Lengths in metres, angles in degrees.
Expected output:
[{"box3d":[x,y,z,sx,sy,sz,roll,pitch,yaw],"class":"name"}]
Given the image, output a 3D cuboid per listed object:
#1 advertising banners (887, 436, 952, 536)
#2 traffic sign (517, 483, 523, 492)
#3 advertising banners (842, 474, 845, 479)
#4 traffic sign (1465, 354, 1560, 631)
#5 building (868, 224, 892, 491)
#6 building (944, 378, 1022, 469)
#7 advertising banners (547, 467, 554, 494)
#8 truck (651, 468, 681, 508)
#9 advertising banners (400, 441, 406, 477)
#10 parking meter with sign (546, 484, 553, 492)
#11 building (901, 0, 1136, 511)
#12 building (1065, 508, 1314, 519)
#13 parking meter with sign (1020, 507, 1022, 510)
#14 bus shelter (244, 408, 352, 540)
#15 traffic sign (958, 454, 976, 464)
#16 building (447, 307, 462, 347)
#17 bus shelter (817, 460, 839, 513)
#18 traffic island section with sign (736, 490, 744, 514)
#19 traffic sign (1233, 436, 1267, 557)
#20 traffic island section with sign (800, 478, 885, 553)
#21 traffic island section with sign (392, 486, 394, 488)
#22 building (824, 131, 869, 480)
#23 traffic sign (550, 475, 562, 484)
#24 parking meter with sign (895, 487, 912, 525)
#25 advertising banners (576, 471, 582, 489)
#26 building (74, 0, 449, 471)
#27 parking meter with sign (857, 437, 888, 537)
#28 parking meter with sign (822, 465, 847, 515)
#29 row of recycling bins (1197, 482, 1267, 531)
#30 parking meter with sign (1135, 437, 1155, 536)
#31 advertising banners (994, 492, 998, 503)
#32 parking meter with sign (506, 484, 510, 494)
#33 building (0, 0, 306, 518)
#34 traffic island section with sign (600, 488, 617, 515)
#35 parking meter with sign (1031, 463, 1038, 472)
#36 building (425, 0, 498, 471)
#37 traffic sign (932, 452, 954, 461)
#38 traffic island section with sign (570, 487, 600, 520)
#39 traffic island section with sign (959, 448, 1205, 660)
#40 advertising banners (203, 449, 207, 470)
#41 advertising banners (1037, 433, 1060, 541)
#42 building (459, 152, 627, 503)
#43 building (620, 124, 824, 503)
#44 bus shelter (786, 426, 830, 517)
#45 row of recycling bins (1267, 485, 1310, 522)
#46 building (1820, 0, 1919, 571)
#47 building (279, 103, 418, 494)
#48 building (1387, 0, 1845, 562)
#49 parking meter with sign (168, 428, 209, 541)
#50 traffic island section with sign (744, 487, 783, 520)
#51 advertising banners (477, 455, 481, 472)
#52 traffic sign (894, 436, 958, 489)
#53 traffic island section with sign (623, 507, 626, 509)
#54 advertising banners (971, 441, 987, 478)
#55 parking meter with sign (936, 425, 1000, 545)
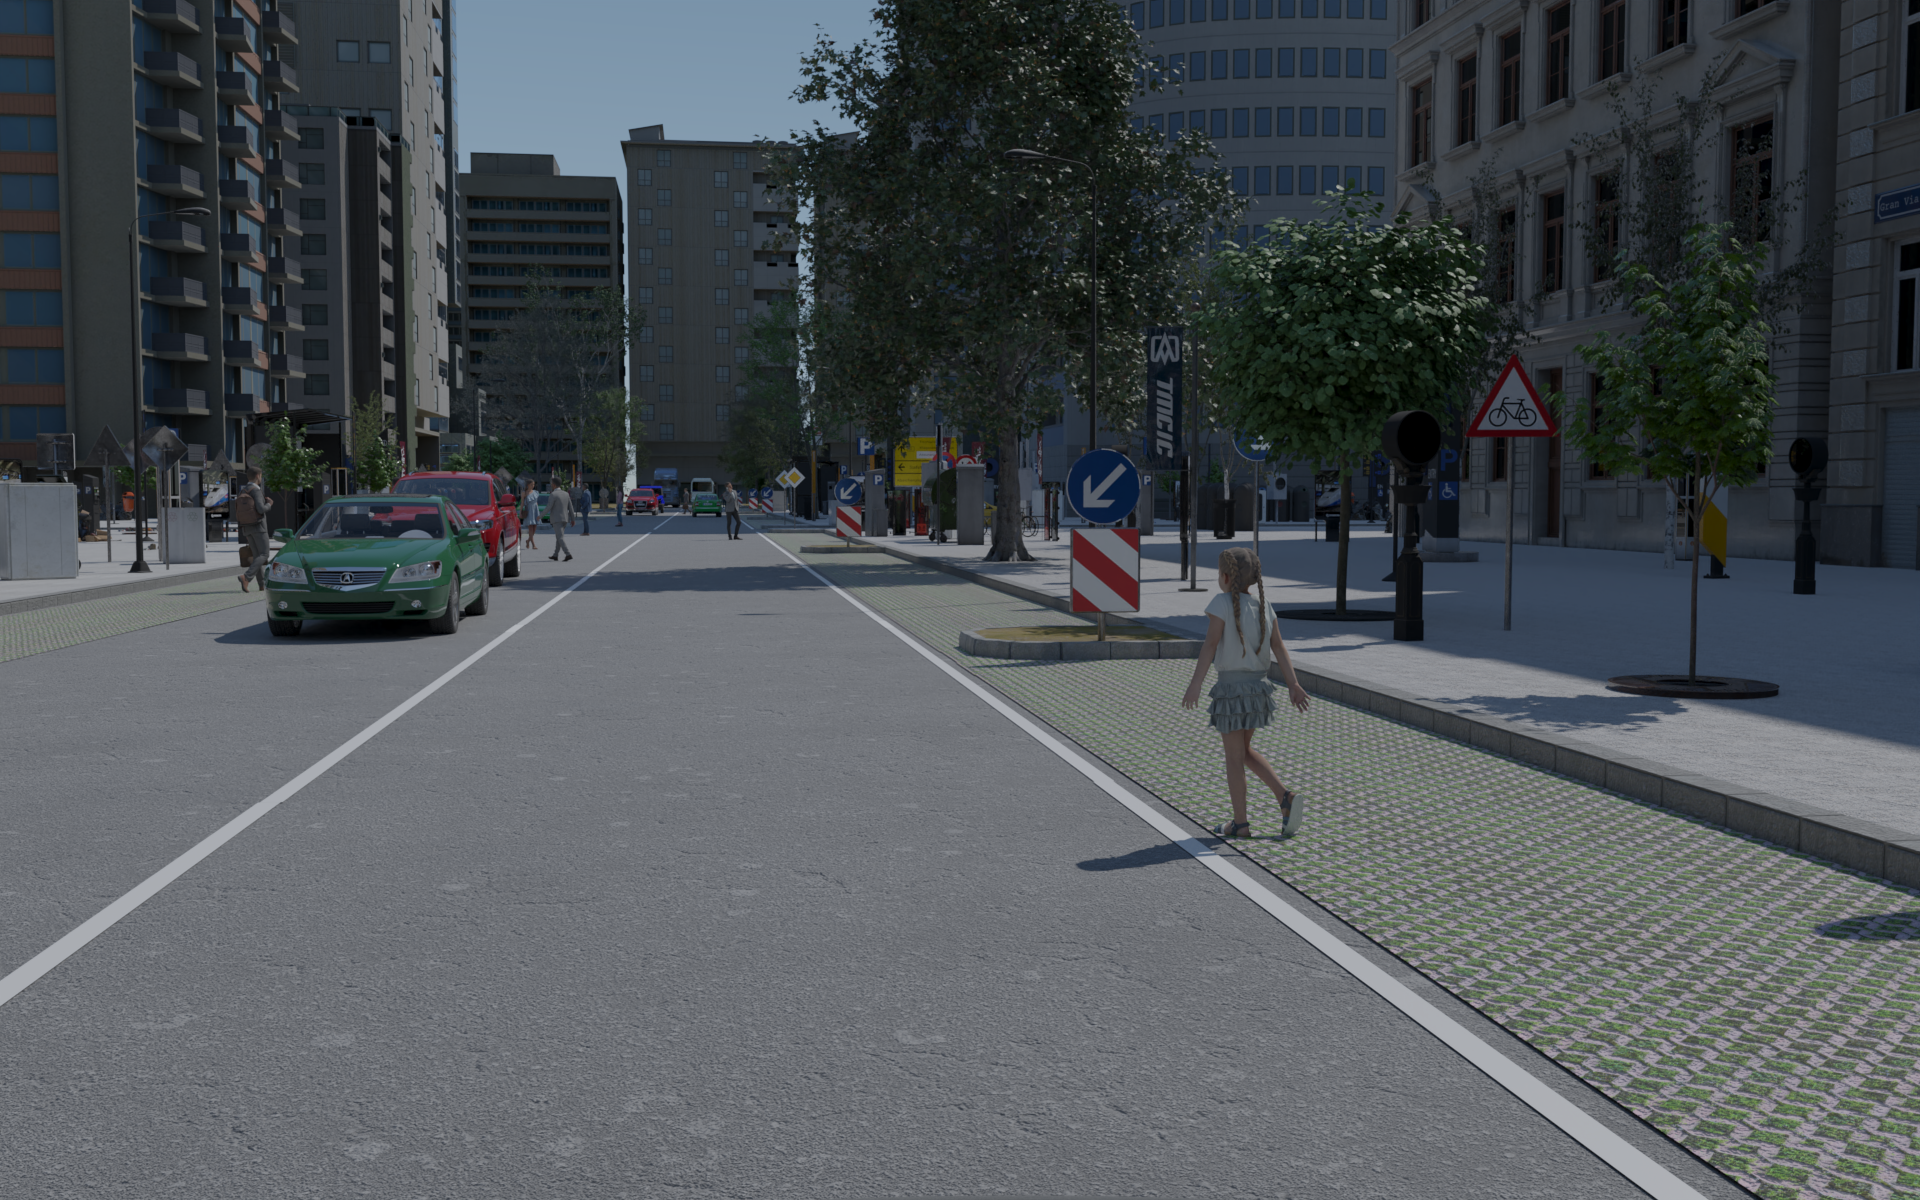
[{"box3d":[-1.203,-3.479,53.071,2.074,3.025,0.090,2,4,23],"class":"advertising banners"},{"box3d":[-27.916,-6.752,110.504,0.768,2.556,0.104,0,4,0],"class":"traffic sign"},{"box3d":[-7.524,-6.828,107.827,0.090,3.025,2.074,1,4,22],"class":"advertising banners"},{"box3d":[5.150,-0.992,16.218,0.884,2.594,0.081,0,4,-1],"class":"traffic sign"},{"box3d":[1.014,-35.266,200.296,21.300,48.544,21.600,-1,4,-8],"class":"building"},{"box3d":[11.975,-49.683,124.991,22.319,86.520,31.000,-1,4,-8],"class":"building"},{"box3d":[-26.103,-6.988,110.443,0.090,3.025,2.074,0,4,-1],"class":"advertising banners"},{"box3d":[-31.396,-12.008,186.089,2.967,4.110,18.799,-1,4,-8],"class":"truck"},{"box3d":[-18.349,-3.776,57.920,0.090,3.025,2.074,0,4,2],"class":"advertising banners"},{"box3d":[-32.042,-8.530,135.732,1.738,3.016,0.543,-1,4,-11],"class":"parking meter with sign"},{"box3d":[4.190,-38.693,174.629,21.231,58.520,28.212,-1,4,-8],"class":"building"},{"box3d":[19.041,-34.091,99.390,28.212,58.520,21.231,-1,4,-8],"class":"building"},{"box3d":[1.649,-3.616,55.379,0.543,3.016,1.738,1,4,10],"class":"parking meter with sign"},{"box3d":[-19.082,-3.609,50.284,1.731,3.624,6.357,-1,4,-8],"class":"bus shelter"},{"box3d":[0.191,-3.403,55.744,0.768,2.556,0.104,0,4,-3],"class":"traffic sign"},{"box3d":[-82.867,-34.252,251.895,23.993,40.220,32.217,-1,4,-8],"class":"building"},{"box3d":[-9.344,-7.819,119.131,1.731,3.624,6.357,-1,4,-8],"class":"bus shelter"},{"box3d":[-14.906,-7.041,123.756,1.989,1.847,2.006,-1,4,-8],"class":"traffic island section with sign"},{"box3d":[4.564,-1.624,26.658,0.768,2.556,0.104,0,4,0],"class":"traffic sign"},{"box3d":[-2.904,-2.070,42.470,1.989,1.847,2.006,-1,4,-8],"class":"traffic island section with sign"},{"box3d":[-12.923,-1.942,40.380,1.989,1.847,2.006,-1,4,-8],"class":"traffic island section with sign"},{"box3d":[-8.133,-41.052,260.433,27.495,52.752,28.713,-1,4,-8],"class":"building"},{"box3d":[-26.825,-7.027,114.991,0.768,2.556,0.104,0,4,-4],"class":"traffic sign"},{"box3d":[-2.379,-4.696,73.048,1.738,3.016,0.543,1,4,10],"class":"parking meter with sign"},{"box3d":[-30.111,-8.433,134.067,2.074,3.025,0.090,2,4,23],"class":"advertising banners"},{"box3d":[-60.809,-34.480,152.983,28.713,52.752,27.495,-1,4,-8],"class":"building"},{"box3d":[-2.603,-3.443,52.549,0.543,3.016,1.738,-1,4,-21],"class":"parking meter with sign"},{"box3d":[-7.692,-6.693,105.692,1.738,3.016,0.543,3,5,42],"class":"parking meter with sign"},{"box3d":[9.423,-3.317,61.347,1.069,1.692,3.534,-1,4,-19],"class":"row of recycling bins"},{"box3d":[5.764,-3.511,53.665,0.543,3.016,1.738,0,4,-6],"class":"parking meter with sign"},{"box3d":[1.541,-5.507,86.223,0.090,3.025,2.074,2,4,26],"class":"advertising banners"},{"box3d":[-33.008,-7.907,125.532,1.738,3.016,0.543,2,4,31],"class":"parking meter with sign"},{"box3d":[-51.836,-27.327,101.414,22.147,44.769,28.867,-1,4,-8],"class":"building"},{"box3d":[-24.899,-6.901,121.451,1.989,1.847,2.006,-1,4,-8],"class":"traffic island section with sign"},{"box3d":[3.675,-6.125,96.398,0.543,3.016,1.738,-3,4,-37],"class":"parking meter with sign"},{"box3d":[-67.574,-53.585,188.780,31.000,86.520,22.319,-1,4,-8],"class":"building"},{"box3d":[-0.489,-3.170,51.929,0.768,2.556,0.104,0,4,-6],"class":"traffic sign"},{"box3d":[-20.954,-5.270,94.785,1.989,1.847,2.006,-1,4,-8],"class":"traffic island section with sign"},{"box3d":[1.034,-0.439,15.803,1.989,1.847,2.006,-1,4,-8],"class":"traffic island section with sign"},{"box3d":[-30.125,-4.439,68.773,0.090,3.025,2.074,-2,4,-35],"class":"advertising banners"},{"box3d":[2.416,-3.153,47.745,0.090,3.025,2.074,-1,4,-13],"class":"advertising banners"},{"box3d":[-59.458,-38.262,249.280,21.600,48.544,21.300,-1,4,-8],"class":"building"},{"box3d":[-35.258,-40.775,255.916,27.495,52.752,28.713,-1,4,-8],"class":"building"},{"box3d":[-8.802,-7.449,99.428,2.179,5.291,8.768,-1,4,-8],"class":"bus shelter"},{"box3d":[14.381,-4.465,80.108,3.534,1.692,1.069,1,4,11],"class":"row of recycling bins"},{"box3d":[23.017,-13.598,19.597,12.463,27.353,25.104,-1,4,-8],"class":"building"},{"box3d":[-49.898,-22.030,131.886,14.160,30.474,14.107,-1,4,-8],"class":"building"},{"box3d":[19.341,-12.625,42.583,11.583,22.565,21.152,-1,4,-8],"class":"building"},{"box3d":[-20.790,-3.093,46.824,0.543,3.016,1.738,1,4,11],"class":"parking meter with sign"},{"box3d":[-10.867,-5.371,96.439,1.989,1.847,2.006,-1,4,-8],"class":"traffic island section with sign"},{"box3d":[-21.112,-4.928,76.768,0.090,3.025,2.074,-2,4,-29],"class":"advertising banners"},{"box3d":[-1.190,-4.087,60.702,2.265,3.308,0.079,0,4,-2],"class":"traffic sign"},{"box3d":[-32.237,-9.938,171.114,1.989,1.847,2.006,-1,4,-8],"class":"traffic island section with sign"},{"box3d":[-0.063,-3.775,57.912,2.074,3.025,0.090,2,4,29],"class":"advertising banners"},{"box3d":[0.276,-2.903,43.726,1.738,3.016,0.543,0,4,-5],"class":"parking meter with sign"}]
